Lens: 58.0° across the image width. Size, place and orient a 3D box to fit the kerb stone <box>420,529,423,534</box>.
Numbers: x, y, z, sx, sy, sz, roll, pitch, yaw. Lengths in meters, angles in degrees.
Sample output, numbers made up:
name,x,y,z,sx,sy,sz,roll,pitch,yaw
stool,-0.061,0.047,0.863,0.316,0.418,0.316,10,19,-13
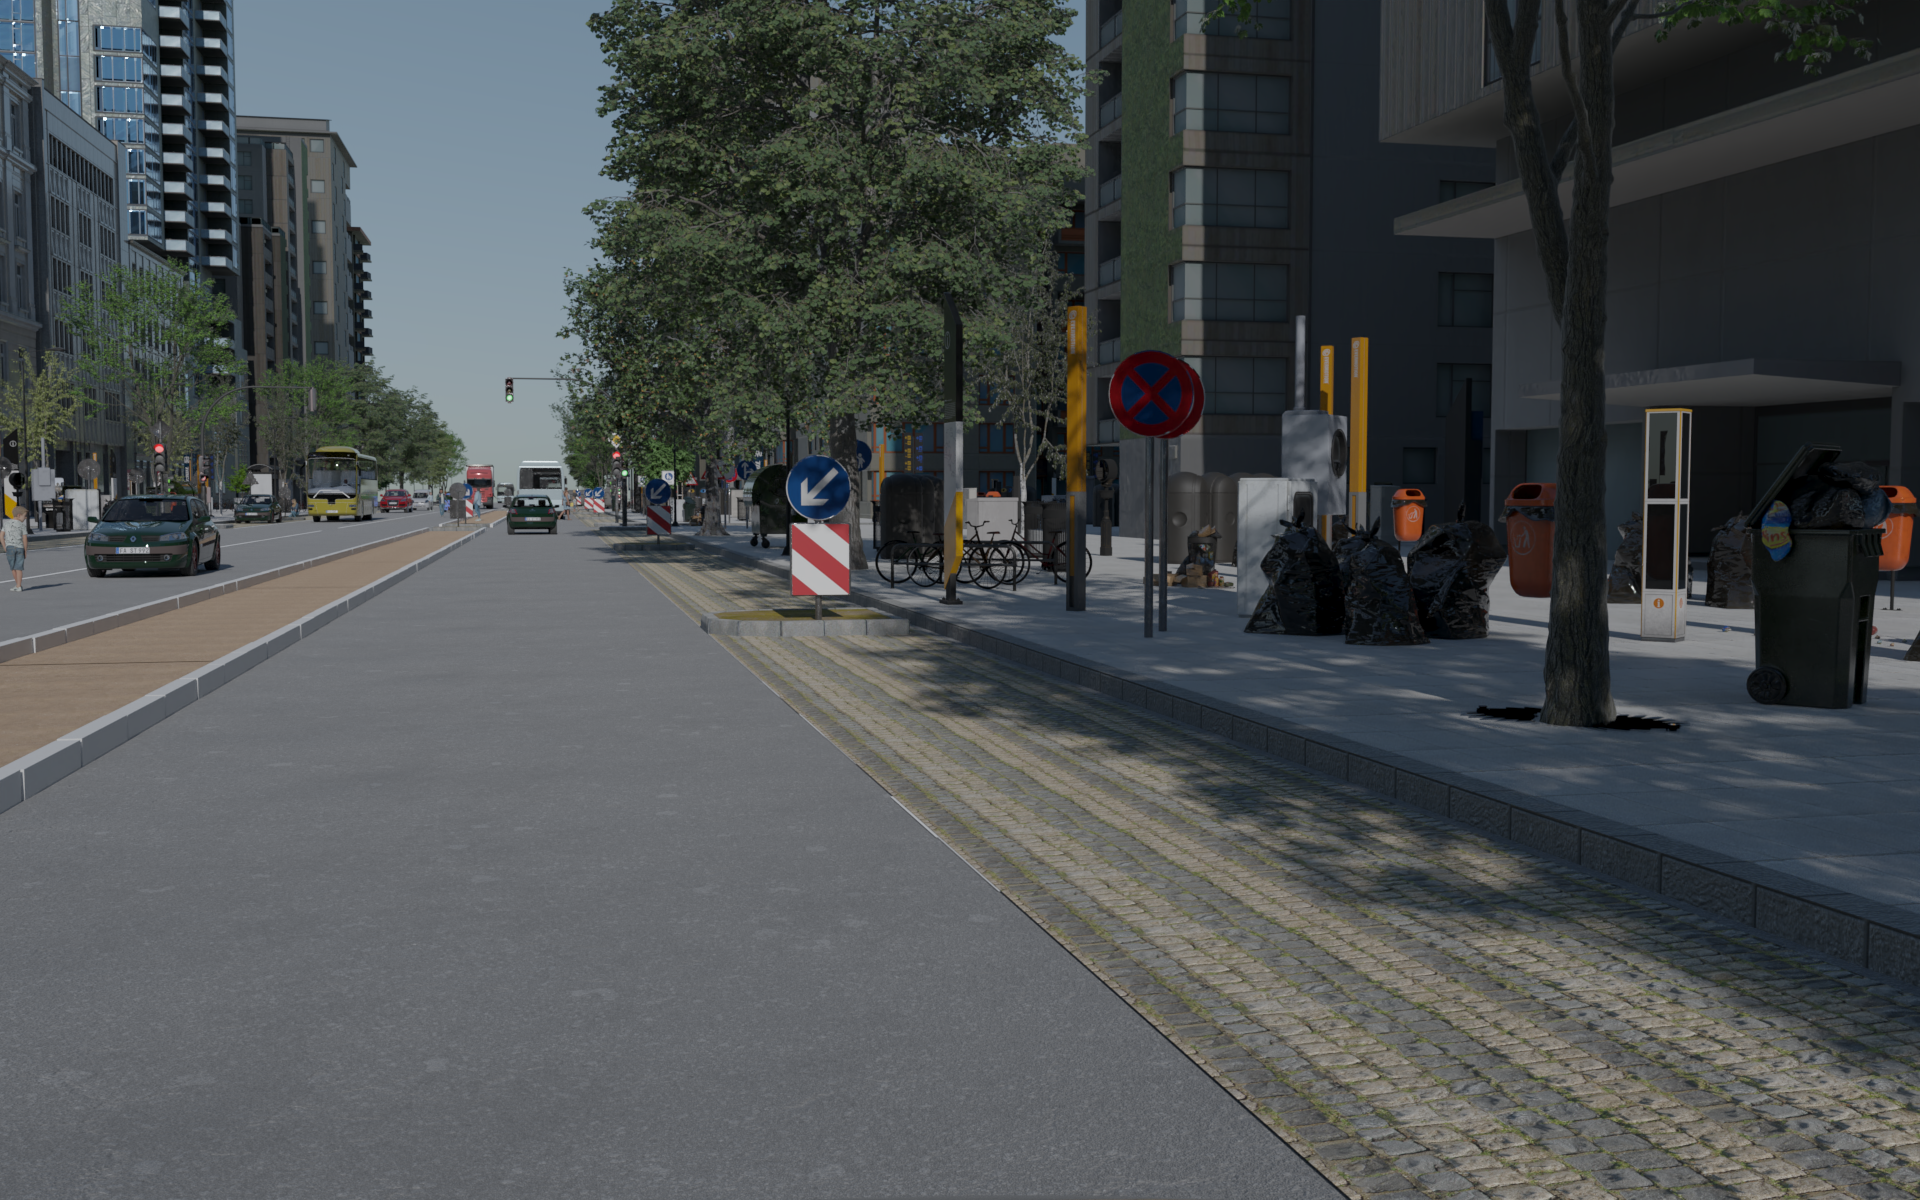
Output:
name,x,y,z,sx,sy,sz,roll,pitch,yaw
kerb stone,-19.089,-2.368,60.906,0.120,0.150,1.000,-1,4,-13

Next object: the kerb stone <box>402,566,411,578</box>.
name,x,y,z,sx,sy,sz,roll,pitch,yaw
kerb stone,-9.499,-0.443,29.496,0.120,0.150,1.000,-1,4,-13

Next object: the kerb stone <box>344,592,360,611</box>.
name,x,y,z,sx,sy,sz,roll,pitch,yaw
kerb stone,-7.611,0.041,21.523,0.120,0.150,1.000,-1,4,-13

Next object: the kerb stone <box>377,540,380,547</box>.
name,x,y,z,sx,sy,sz,roll,pitch,yaw
kerb stone,-15.546,-1.448,45.907,0.120,0.150,1.000,-1,4,-13

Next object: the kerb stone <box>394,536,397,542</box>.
name,x,y,z,sx,sy,sz,roll,pitch,yaw
kerb stone,-16.731,-1.755,50.917,0.120,0.150,1.000,-1,4,-13

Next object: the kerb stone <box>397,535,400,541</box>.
name,x,y,z,sx,sy,sz,roll,pitch,yaw
kerb stone,-16.961,-1.818,51.916,0.120,0.150,1.000,-1,4,-13

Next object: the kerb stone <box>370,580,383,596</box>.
name,x,y,z,sx,sy,sz,roll,pitch,yaw
kerb stone,-8.315,-0.142,24.512,0.120,0.150,1.000,-1,4,-13

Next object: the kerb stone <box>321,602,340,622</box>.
name,x,y,z,sx,sy,sz,roll,pitch,yaw
kerb stone,-7.148,0.163,19.531,0.120,0.150,1.000,-1,4,-13

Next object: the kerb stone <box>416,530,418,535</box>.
name,x,y,z,sx,sy,sz,roll,pitch,yaw
kerb stone,-18.618,-2.245,58.904,0.120,0.150,1.000,-1,4,-13

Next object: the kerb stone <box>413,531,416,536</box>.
name,x,y,z,sx,sy,sz,roll,pitch,yaw
kerb stone,-18.382,-2.184,57.901,0.120,0.150,1.000,-1,4,-13

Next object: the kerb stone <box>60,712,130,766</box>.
name,x,y,z,sx,sy,sz,roll,pitch,yaw
kerb stone,-4.781,0.773,9.564,0.120,0.150,1.000,-1,4,-13

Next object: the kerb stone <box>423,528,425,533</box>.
name,x,y,z,sx,sy,sz,roll,pitch,yaw
kerb stone,-19.325,-2.426,61.901,0.120,0.150,1.000,-1,4,-13

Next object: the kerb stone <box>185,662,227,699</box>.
name,x,y,z,sx,sy,sz,roll,pitch,yaw
kerb stone,-5.487,0.590,12.551,0.120,0.150,1.000,-1,4,-13

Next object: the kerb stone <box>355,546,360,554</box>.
name,x,y,z,sx,sy,sz,roll,pitch,yaw
kerb stone,-14.358,-1.145,40.917,0.120,0.150,1.000,-1,4,-13

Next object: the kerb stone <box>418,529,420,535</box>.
name,x,y,z,sx,sy,sz,roll,pitch,yaw
kerb stone,-18.854,-2.306,59.911,0.120,0.150,1.000,-1,4,-13

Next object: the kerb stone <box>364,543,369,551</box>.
name,x,y,z,sx,sy,sz,roll,pitch,yaw
kerb stone,-14.831,-1.267,42.915,0.120,0.150,1.000,-1,4,-13

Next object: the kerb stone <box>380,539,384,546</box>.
name,x,y,z,sx,sy,sz,roll,pitch,yaw
kerb stone,-15.779,-1.510,46.905,0.120,0.150,1.000,-1,4,-13

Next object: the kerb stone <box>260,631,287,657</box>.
name,x,y,z,sx,sy,sz,roll,pitch,yaw
kerb stone,-6.199,0.412,15.546,0.120,0.150,1.000,-1,4,-13

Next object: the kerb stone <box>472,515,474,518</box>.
name,x,y,z,sx,sy,sz,roll,pitch,yaw
kerb stone,-28.652,-4.835,101.335,0.120,0.150,1.000,-1,4,-13

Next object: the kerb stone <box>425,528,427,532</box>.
name,x,y,z,sx,sy,sz,roll,pitch,yaw
kerb stone,-19.556,-2.490,62.907,0.120,0.150,1.000,-1,4,-13

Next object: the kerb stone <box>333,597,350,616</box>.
name,x,y,z,sx,sy,sz,roll,pitch,yaw
kerb stone,-7.382,0.102,20.527,0.120,0.150,1.000,-1,4,-13

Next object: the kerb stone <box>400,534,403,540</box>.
name,x,y,z,sx,sy,sz,roll,pitch,yaw
kerb stone,-17.193,-1.873,52.914,0.120,0.150,1.000,-1,4,-13

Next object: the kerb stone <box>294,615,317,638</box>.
name,x,y,z,sx,sy,sz,roll,pitch,yaw
kerb stone,-6.666,0.287,17.537,0.120,0.150,1.000,-1,4,-13

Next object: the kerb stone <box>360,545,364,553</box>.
name,x,y,z,sx,sy,sz,roll,pitch,yaw
kerb stone,-14.598,-1.206,41.919,0.120,0.150,1.000,-1,4,-13

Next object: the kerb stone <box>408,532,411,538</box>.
name,x,y,z,sx,sy,sz,roll,pitch,yaw
kerb stone,-17.909,-2.056,55.903,0.120,0.150,1.000,-1,4,-13

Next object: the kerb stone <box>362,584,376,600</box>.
name,x,y,z,sx,sy,sz,roll,pitch,yaw
kerb stone,-8.082,-0.081,23.514,0.120,0.150,1.000,-1,4,-13

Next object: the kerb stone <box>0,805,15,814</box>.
name,x,y,z,sx,sy,sz,roll,pitch,yaw
kerb stone,-4.316,0.895,7.566,0.120,0.150,1.000,-1,4,-13

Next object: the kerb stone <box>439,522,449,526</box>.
name,x,y,z,sx,sy,sz,roll,pitch,yaw
kerb stone,-22.759,-3.315,76.402,0.120,0.150,1.000,-1,4,-13

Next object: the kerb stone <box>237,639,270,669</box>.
name,x,y,z,sx,sy,sz,roll,pitch,yaw
kerb stone,-5.962,0.468,14.539,0.120,0.150,1.000,-1,4,-13

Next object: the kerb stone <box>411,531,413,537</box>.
name,x,y,z,sx,sy,sz,roll,pitch,yaw
kerb stone,-18.144,-2.118,56.907,0.120,0.150,1.000,-1,4,-13

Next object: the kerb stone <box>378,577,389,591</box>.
name,x,y,z,sx,sy,sz,roll,pitch,yaw
kerb stone,-8.555,-0.200,25.507,0.120,0.150,1.000,-1,4,-13

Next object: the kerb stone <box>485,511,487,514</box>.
name,x,y,z,sx,sy,sz,roll,pitch,yaw
kerb stone,-33.381,-6.061,121.306,0.120,0.150,1.000,-1,4,-13

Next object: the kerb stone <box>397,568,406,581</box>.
name,x,y,z,sx,sy,sz,roll,pitch,yaw
kerb stone,-9.262,-0.386,28.501,0.120,0.150,1.000,-1,4,-13

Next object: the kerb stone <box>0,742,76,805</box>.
name,x,y,z,sx,sy,sz,roll,pitch,yaw
kerb stone,-4.547,0.838,8.569,0.120,0.150,1.000,-1,4,-13

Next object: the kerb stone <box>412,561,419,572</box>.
name,x,y,z,sx,sy,sz,roll,pitch,yaw
kerb stone,-9.981,-0.567,31.488,0.120,0.150,1.000,-1,4,-13

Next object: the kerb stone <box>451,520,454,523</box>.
name,x,y,z,sx,sy,sz,roll,pitch,yaw
kerb stone,-23.696,-3.556,80.388,0.120,0.150,1.000,-1,4,-13

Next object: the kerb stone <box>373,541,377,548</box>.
name,x,y,z,sx,sy,sz,roll,pitch,yaw
kerb stone,-15.309,-1.389,44.910,0.120,0.150,1.000,-1,4,-13

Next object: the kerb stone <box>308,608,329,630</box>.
name,x,y,z,sx,sy,sz,roll,pitch,yaw
kerb stone,-6.908,0.224,18.537,0.120,0.150,1.000,-1,4,-13

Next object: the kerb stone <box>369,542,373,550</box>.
name,x,y,z,sx,sy,sz,roll,pitch,yaw
kerb stone,-15.073,-1.328,43.908,0.120,0.150,1.000,-1,4,-13

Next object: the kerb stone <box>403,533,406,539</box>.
name,x,y,z,sx,sy,sz,roll,pitch,yaw
kerb stone,-17.439,-1.939,53.906,0.120,0.150,1.000,-1,4,-13

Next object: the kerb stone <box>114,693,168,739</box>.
name,x,y,z,sx,sy,sz,roll,pitch,yaw
kerb stone,-5.019,0.716,10.558,0.120,0.150,1.000,-1,4,-13

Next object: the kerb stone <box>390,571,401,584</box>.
name,x,y,z,sx,sy,sz,roll,pitch,yaw
kerb stone,-9.025,-0.324,27.497,0.120,0.150,1.000,-1,4,-13

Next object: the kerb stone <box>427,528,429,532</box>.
name,x,y,z,sx,sy,sz,roll,pitch,yaw
kerb stone,-19.800,-2.546,63.900,0.120,0.150,1.000,-1,4,-13

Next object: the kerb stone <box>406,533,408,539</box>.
name,x,y,z,sx,sy,sz,roll,pitch,yaw
kerb stone,-17.669,-1.998,54.904,0.120,0.150,1.000,-1,4,-13

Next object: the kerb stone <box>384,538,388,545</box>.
name,x,y,z,sx,sy,sz,roll,pitch,yaw
kerb stone,-16.012,-1.572,47.900,0.120,0.150,1.000,-1,4,-13

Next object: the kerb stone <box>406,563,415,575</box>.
name,x,y,z,sx,sy,sz,roll,pitch,yaw
kerb stone,-9.739,-0.508,30.493,0.120,0.150,1.000,-1,4,-13

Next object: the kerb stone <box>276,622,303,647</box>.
name,x,y,z,sx,sy,sz,roll,pitch,yaw
kerb stone,-6.437,0.351,16.540,0.120,0.150,1.000,-1,4,-13

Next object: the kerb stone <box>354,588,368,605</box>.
name,x,y,z,sx,sy,sz,roll,pitch,yaw
kerb stone,-7.847,-0.020,22.517,0.120,0.150,1.000,-1,4,-13

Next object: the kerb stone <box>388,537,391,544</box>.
name,x,y,z,sx,sy,sz,roll,pitch,yaw
kerb stone,-16.245,-1.632,48.900,0.120,0.150,1.000,-1,4,-13

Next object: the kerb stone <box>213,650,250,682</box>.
name,x,y,z,sx,sy,sz,roll,pitch,yaw
kerb stone,-5.724,0.529,13.545,0.120,0.150,1.000,-1,4,-13

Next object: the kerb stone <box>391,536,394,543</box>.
name,x,y,z,sx,sy,sz,roll,pitch,yaw
kerb stone,-16.484,-1.695,49.917,0.120,0.150,1.000,-1,4,-13

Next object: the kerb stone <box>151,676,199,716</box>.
name,x,y,z,sx,sy,sz,roll,pitch,yaw
kerb stone,-5.257,0.653,11.555,0.120,0.150,1.000,-1,4,-13

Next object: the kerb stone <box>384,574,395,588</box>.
name,x,y,z,sx,sy,sz,roll,pitch,yaw
kerb stone,-8.791,-0.263,26.502,0.120,0.150,1.000,-1,4,-13
